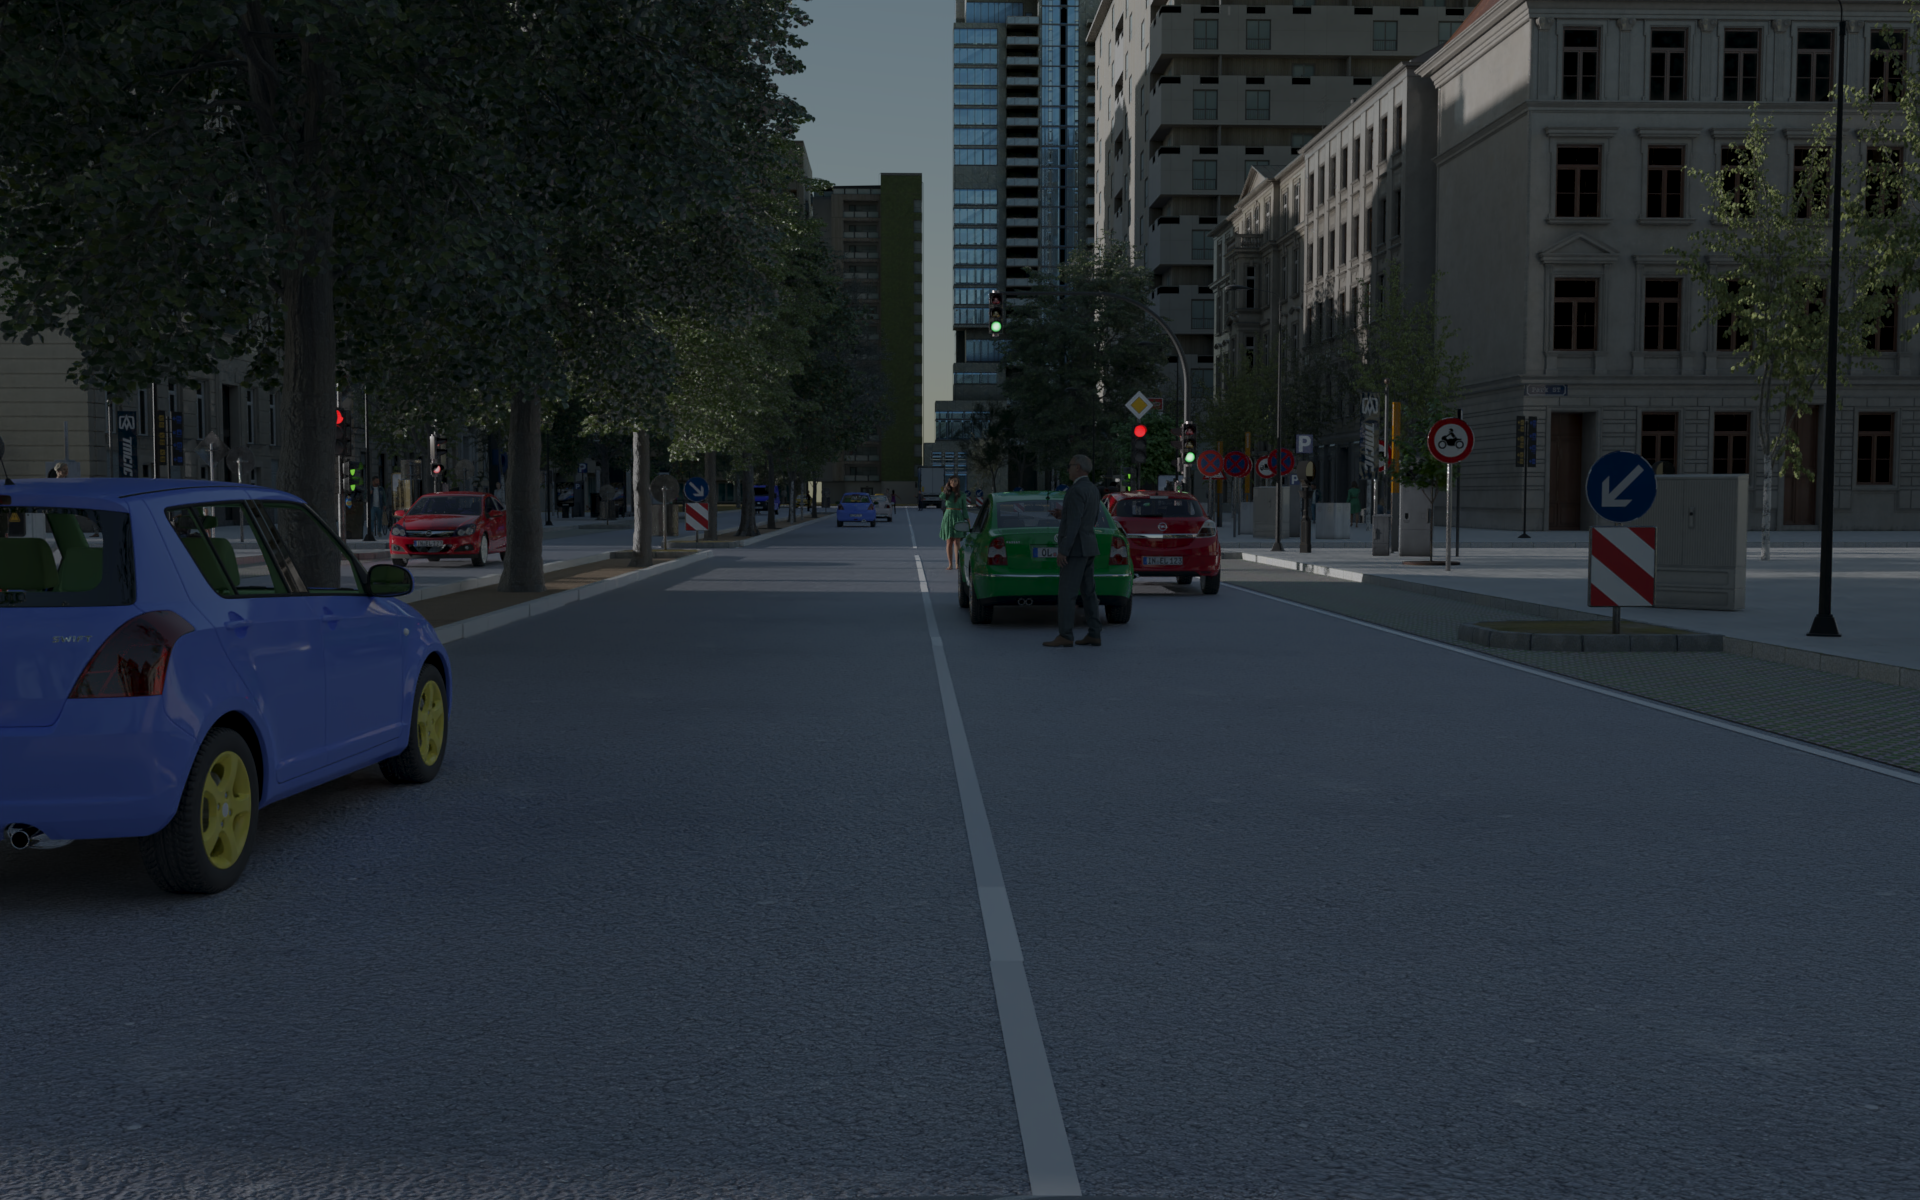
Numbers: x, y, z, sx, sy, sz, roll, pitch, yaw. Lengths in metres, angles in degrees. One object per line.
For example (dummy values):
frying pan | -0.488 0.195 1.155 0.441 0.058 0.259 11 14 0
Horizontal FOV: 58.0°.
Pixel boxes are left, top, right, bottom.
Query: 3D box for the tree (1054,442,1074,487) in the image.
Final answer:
tree | 6.562 -6.699 93.242 4.285 4.588 4.351 0 3 0

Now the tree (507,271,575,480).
tree | -17.546 -10.271 84.942 9.611 12.733 9.660 0 3 0

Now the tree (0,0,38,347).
tree | -5.854 -6.486 15.163 9.857 13.997 8.962 0 3 0

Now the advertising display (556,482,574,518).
advertising display | -21.000 -5.317 92.143 0.974 1.923 0.123 -3 4 -37

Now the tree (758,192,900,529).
tree | -7.661 -9.621 70.125 12.009 13.543 11.850 0 3 0

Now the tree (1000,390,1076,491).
tree | 5.590 -9.609 107.476 4.360 8.622 3.978 0 3 0

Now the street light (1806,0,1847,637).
street light | 7.287 -2.627 15.499 1.470 5.913 1.316 0 4 -2

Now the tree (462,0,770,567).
tree | -6.349 -6.936 33.988 7.486 12.596 7.792 0 3 0

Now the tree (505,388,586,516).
tree | -24.102 -9.235 101.347 4.737 8.622 4.395 0 3 0

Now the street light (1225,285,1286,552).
street light | 6.585 -4.043 38.644 1.470 5.913 1.316 0 4 -2

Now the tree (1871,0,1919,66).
tree | 14.944 -4.603 25.628 4.737 8.622 4.395 0 3 0

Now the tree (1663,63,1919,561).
tree | 15.785 -5.062 33.119 4.737 8.622 4.395 0 3 0

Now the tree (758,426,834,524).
tree | -7.898 -7.844 81.074 4.360 8.622 3.978 0 3 0

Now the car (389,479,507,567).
car | -10.370 -1.619 35.518 2.155 1.783 4.494 0 4 -3

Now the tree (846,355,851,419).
tree | -7.196 -7.866 49.198 7.486 12.596 7.792 0 3 0

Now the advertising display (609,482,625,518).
advertising display | -18.392 -5.331 92.382 0.974 1.923 0.123 0 4 -1

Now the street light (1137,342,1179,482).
street light | 6.093 -4.915 52.895 1.470 5.913 1.316 0 4 -2

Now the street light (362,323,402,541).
street light | -15.519 -4.550 46.936 1.470 5.913 1.316 0 4 -2

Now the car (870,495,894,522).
car | -4.455 -4.765 90.266 2.083 1.381 4.827 0 4 -2

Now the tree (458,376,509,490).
tree | -24.972 -8.712 92.809 4.360 8.622 3.978 0 3 0

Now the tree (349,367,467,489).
tree | -25.061 -7.767 77.358 4.737 8.622 4.395 0 3 0

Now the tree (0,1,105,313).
tree | -16.169 -6.035 24.424 9.928 11.665 9.643 0 3 0

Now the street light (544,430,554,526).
street light | -16.208 -5.986 70.409 1.470 5.913 1.316 0 4 -2

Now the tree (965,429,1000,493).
tree | 3.304 -14.340 184.820 4.360 8.622 3.978 0 3 0

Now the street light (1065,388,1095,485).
street light | 5.304 -6.313 75.763 1.470 5.913 1.316 0 4 -2

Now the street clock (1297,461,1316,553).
street clock | 7.543 -2.029 37.750 0.358 2.002 0.471 3 5 40

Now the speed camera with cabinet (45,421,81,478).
speed camera with cabinet | -24.954 -3.217 46.941 2.038 3.252 0.660 0 4 6

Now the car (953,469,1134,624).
car | 0.925 -0.716 20.495 1.959 1.807 4.718 0 4 -3

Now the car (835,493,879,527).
car | -4.554 -4.079 76.276 1.945 1.707 3.694 0 4 -2

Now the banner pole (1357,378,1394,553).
banner pole | 8.995 -2.901 37.444 0.863 3.779 0.401 -1 4 -12

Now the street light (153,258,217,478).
street light | -14.965 -3.721 33.384 1.470 5.913 1.316 0 4 -2

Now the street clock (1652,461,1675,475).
street clock | 15.381 -2.042 37.954 0.471 2.002 0.358 -1 4 -11

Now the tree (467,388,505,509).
tree | -25.591 -8.195 84.345 4.737 8.622 4.395 0 3 0

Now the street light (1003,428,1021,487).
street light | 3.702 -9.159 122.287 1.470 5.913 1.316 0 4 -2

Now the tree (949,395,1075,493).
tree | 4.805 -12.256 134.805 7.601 10.594 8.767 3 5 39

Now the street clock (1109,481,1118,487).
street clock | 8.851 -5.818 99.699 0.471 2.002 0.358 1 4 20

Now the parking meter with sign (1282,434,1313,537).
parking meter with sign | 9.824 -3.379 51.514 0.543 3.016 1.738 -1 4 -16

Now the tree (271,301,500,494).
tree | -17.829 -9.005 57.609 12.009 13.543 11.850 0 3 0

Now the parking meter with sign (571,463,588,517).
parking meter with sign | -21.337 -6.158 96.942 0.543 3.016 1.738 0 4 3

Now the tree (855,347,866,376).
tree | -8.634 -10.233 87.886 7.486 12.596 7.792 0 3 0

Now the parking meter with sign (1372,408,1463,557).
parking meter with sign | 9.393 -2.407 35.616 1.738 3.016 0.543 1 4 19

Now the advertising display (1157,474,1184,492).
advertising display | 6.861 -3.120 56.218 0.974 1.923 0.123 2 4 31

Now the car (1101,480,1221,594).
car | 2.809 -1.052 26.236 2.155 1.783 4.494 0 4 0

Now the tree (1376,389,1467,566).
tree | 8.689 -2.260 31.556 1.663 3.219 1.824 0 3 0

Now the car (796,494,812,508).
car | -15.772 -10.059 174.689 2.015 1.641 3.980 0 4 -1

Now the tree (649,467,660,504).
tree | -18.463 -6.732 104.673 1.663 3.219 1.824 0 3 0

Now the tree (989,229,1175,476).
tree | 5.982 -10.902 84.910 9.857 13.997 8.962 0 3 0

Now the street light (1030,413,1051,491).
street light | 4.618 -7.712 98.635 1.470 5.913 1.316 0 4 -2

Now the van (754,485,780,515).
van | -13.547 -7.003 118.887 2.240 2.365 5.245 0 4 0

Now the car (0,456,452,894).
car | -3.460 0.128 7.505 1.945 1.707 3.694 0 3 0

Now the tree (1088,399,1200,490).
tree | 6.566 -4.644 59.639 4.285 4.588 4.351 0 3 0

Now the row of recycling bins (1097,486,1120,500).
row of recycling bins | 7.025 -5.016 89.123 1.069 1.692 3.534 3 5 39

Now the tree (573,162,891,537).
tree | -7.166 -8.491 58.296 9.611 12.733 9.660 0 3 0

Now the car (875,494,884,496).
car | -9.044 -11.435 197.192 2.015 1.641 3.980 0 4 -1

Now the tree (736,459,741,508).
tree | -19.183 -18.600 159.994 12.611 20.169 13.585 0 3 0

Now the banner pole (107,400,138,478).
banner pole | -22.154 -3.410 45.764 0.863 3.779 0.401 -2 4 -24

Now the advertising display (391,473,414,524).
advertising display | -16.765 -2.870 52.133 0.974 1.923 0.123 3 4 38

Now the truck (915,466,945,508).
truck | -3.009 -11.443 176.010 2.839 4.237 11.283 0 4 -3

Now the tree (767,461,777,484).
tree | -20.925 -16.693 198.688 9.928 11.665 9.643 0 3 0
